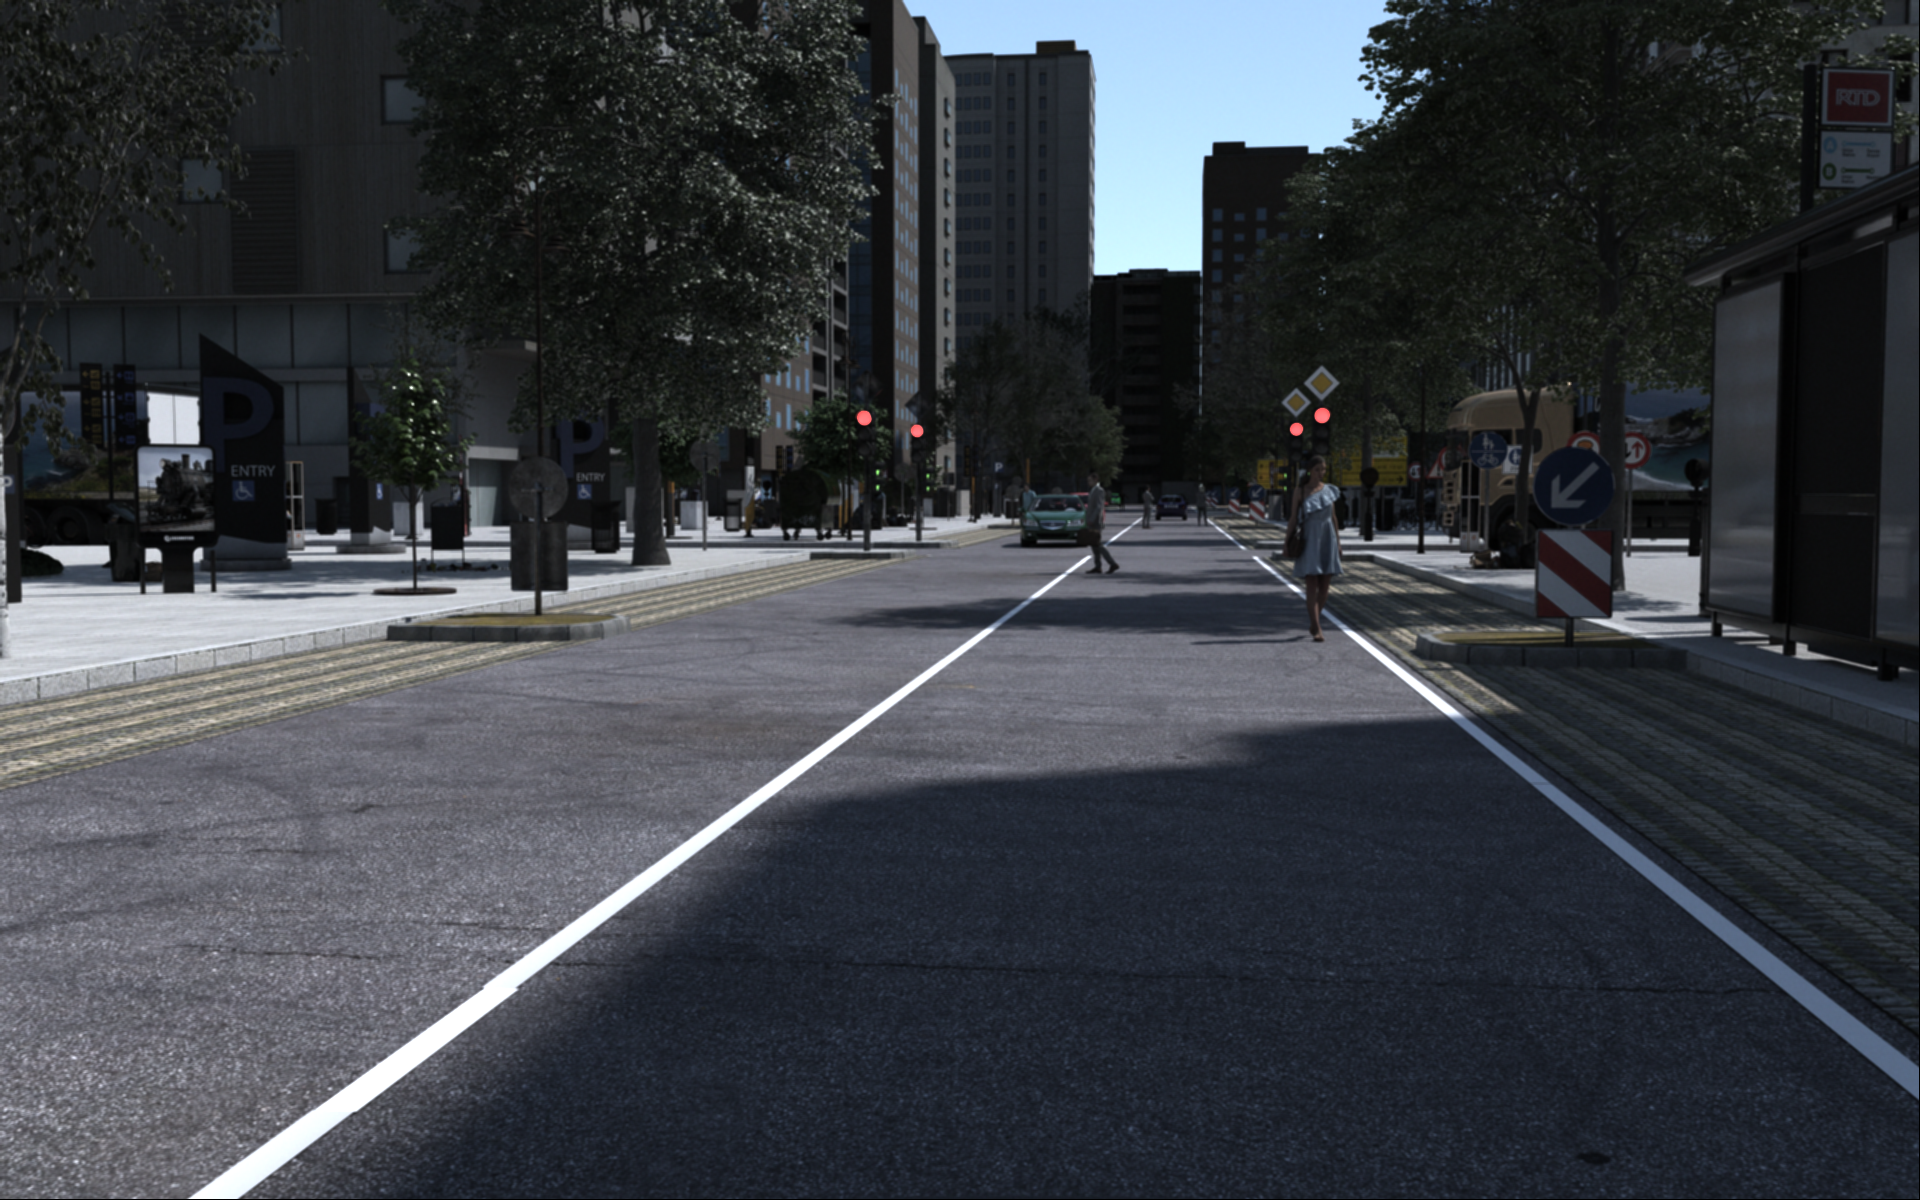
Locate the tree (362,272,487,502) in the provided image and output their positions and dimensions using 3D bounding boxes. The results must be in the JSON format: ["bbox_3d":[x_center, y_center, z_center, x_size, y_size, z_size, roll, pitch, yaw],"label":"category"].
[{"bbox_3d":[-18.104,-6.593,58.162,4.360,8.622,3.978,0,3,0],"label":"tree"}]

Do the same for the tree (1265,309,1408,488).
[{"bbox_3d":[13.508,-6.952,64.032,4.737,8.622,4.395,0,3,0],"label":"tree"}]

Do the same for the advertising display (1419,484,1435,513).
[{"bbox_3d":[28.672,-6.186,106.353,0.974,1.923,0.123,1,4,9],"label":"advertising display"}]

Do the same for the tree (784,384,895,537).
[{"bbox_3d":[-3.596,-4.171,51.917,4.285,4.588,4.351,0,3,0],"label":"tree"}]

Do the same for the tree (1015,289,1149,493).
[{"bbox_3d":[11.642,-18.468,157.839,12.611,20.169,13.585,0,3,0],"label":"tree"}]

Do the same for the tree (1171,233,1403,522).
[{"bbox_3d":[15.495,-10.432,80.927,12.009,13.543,11.850,0,3,0],"label":"tree"}]

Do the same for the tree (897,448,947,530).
[{"bbox_3d":[-1.302,-4.151,62.473,1.663,3.219,1.824,0,3,0],"label":"tree"}]

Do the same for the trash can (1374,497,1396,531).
[{"bbox_3d":[14.736,-2.964,60.116,0.748,1.137,0.748,0,3,0],"label":"trash can"}]

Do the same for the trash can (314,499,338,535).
[{"bbox_3d":[-19.962,-2.625,54.569,0.748,1.137,0.748,0,3,0],"label":"trash can"}]

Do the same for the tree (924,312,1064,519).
[{"bbox_3d":[1.211,-9.426,88.535,7.601,10.594,8.767,2,4,28],"label":"tree"}]

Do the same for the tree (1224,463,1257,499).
[{"bbox_3d":[27.902,-11.517,172.014,4.285,4.588,4.351,0,3,0],"label":"tree"}]

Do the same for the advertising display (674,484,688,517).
[{"bbox_3d":[-15.685,-5.613,96.987,0.974,1.923,0.123,-3,5,-40],"label":"advertising display"}]

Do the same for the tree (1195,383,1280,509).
[{"bbox_3d":[24.585,-13.900,153.015,9.928,11.665,9.643,0,3,0],"label":"tree"}]

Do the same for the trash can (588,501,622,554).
[{"bbox_3d":[-7.685,-1.584,37.546,0.748,1.137,0.748,0,3,0],"label":"trash can"}]

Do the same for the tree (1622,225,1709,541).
[{"bbox_3d":[19.111,-5.923,47.197,4.360,8.622,3.978,0,3,0],"label":"tree"}]

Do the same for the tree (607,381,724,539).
[{"bbox_3d":[-8.484,-4.057,50.046,4.285,4.588,4.351,0,3,0],"label":"tree"}]

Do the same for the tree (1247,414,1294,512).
[{"bbox_3d":[21.948,-10.570,123.175,4.360,8.622,3.978,0,3,0],"label":"tree"}]

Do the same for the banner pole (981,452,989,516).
[{"bbox_3d":[1.607,-6.940,103.480,0.401,3.779,0.863,0,4,1],"label":"banner pole"}]

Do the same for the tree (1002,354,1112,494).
[{"bbox_3d":[7.328,-13.418,137.505,7.486,12.596,7.792,0,3,0],"label":"tree"}]

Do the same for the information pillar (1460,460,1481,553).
[{"bbox_3d":[11.124,-2.035,37.761,0.304,2.012,0.304,-1,4,-22],"label":"information pillar"}]

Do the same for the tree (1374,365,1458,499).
[{"bbox_3d":[23.988,-8.752,93.452,4.360,8.622,3.978,0,3,0],"label":"tree"}]

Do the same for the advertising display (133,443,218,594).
[{"bbox_3d":[-10.122,-1.050,22.374,0.974,1.923,0.123,-2,4,-35],"label":"advertising display"}]

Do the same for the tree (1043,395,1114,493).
[{"bbox_3d":[12.342,-15.631,181.324,9.928,11.665,9.643,0,3,0],"label":"tree"}]

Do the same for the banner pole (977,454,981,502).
[{"bbox_3d":[1.218,-7.185,107.491,0.401,3.779,0.863,2,4,31],"label":"banner pole"}]

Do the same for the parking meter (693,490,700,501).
[{"bbox_3d":[-14.750,-5.424,97.096,0.372,1.533,0.369,0,3,0],"label":"parking meter"}]

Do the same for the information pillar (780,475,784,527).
[{"bbox_3d":[-6.602,-3.736,65.572,0.304,2.012,0.304,2,4,27],"label":"information pillar"}]

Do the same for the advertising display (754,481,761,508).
[{"bbox_3d":[-10.280,-5.018,87.260,0.123,1.923,0.974,1,4,20],"label":"advertising display"}]

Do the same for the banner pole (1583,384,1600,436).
[{"bbox_3d":[13.296,-2.830,36.281,0.401,3.779,0.863,-3,5,-43],"label":"banner pole"}]

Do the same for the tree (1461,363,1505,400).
[{"bbox_3d":[29.441,-9.000,97.516,4.360,8.622,3.978,0,3,0],"label":"tree"}]

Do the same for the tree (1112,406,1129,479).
[{"bbox_3d":[15.600,-17.178,198.983,7.486,12.596,7.792,0,3,0],"label":"tree"}]

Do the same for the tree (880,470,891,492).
[{"bbox_3d":[-5.275,-7.410,115.750,1.663,3.219,1.824,0,3,0],"label":"tree"}]

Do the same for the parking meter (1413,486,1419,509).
[{"bbox_3d":[31.320,-6.928,118.978,0.399,1.863,0.255,2,4,29],"label":"parking meter"}]

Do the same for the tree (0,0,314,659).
[{"bbox_3d":[-7.275,-3.853,13.352,4.360,8.622,3.978,0,3,0],"label":"tree"}]

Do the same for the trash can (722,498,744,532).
[{"bbox_3d":[-7.776,-2.912,59.266,0.748,1.137,0.748,0,3,0],"label":"trash can"}]

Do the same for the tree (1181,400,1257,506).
[{"bbox_3d":[28.617,-16.610,188.585,9.611,12.733,9.660,0,3,0],"label":"tree"}]

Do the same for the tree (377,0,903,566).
[{"bbox_3d":[-5.580,-7.591,30.766,9.857,13.997,8.962,0,3,0],"label":"tree"}]

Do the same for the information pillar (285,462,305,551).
[{"bbox_3d":[-15.115,-2.130,39.311,0.304,2.012,0.304,3,4,36],"label":"information pillar"}]

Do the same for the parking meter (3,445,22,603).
[{"bbox_3d":[-11.276,-0.893,20.313,0.255,1.863,0.399,1,4,20],"label":"parking meter"}]

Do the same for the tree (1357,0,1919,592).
[{"bbox_3d":[8.469,-6.418,23.059,7.486,12.596,7.792,0,3,0],"label":"tree"}]

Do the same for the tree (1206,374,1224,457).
[{"bbox_3d":[12.360,-8.203,52.252,7.486,12.596,7.792,0,3,0],"label":"tree"}]

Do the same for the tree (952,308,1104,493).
[{"bbox_3d":[4.303,-12.488,114.547,12.009,13.543,11.850,0,3,0],"label":"tree"}]

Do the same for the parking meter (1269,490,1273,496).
[{"bbox_3d":[19.097,-6.155,106.343,0.255,1.863,0.399,1,4,9],"label":"parking meter"}]

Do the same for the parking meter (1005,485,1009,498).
[{"bbox_3d":[3.027,-6.259,108.050,0.399,1.863,0.255,3,4,36],"label":"parking meter"}]

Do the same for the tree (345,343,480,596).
[{"bbox_3d":[-6.955,-1.700,22.394,1.663,3.219,1.824,0,3,0],"label":"tree"}]

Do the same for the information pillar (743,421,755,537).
[{"bbox_3d":[-6.249,-3.673,51.409,0.183,3.616,0.504,1,4,18],"label":"information pillar"}]

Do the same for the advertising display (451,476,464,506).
[{"bbox_3d":[-18.046,-3.486,62.210,0.123,1.923,0.974,-3,4,-37],"label":"advertising display"}]

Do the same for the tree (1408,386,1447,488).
[{"bbox_3d":[29.130,-9.781,110.280,4.737,8.622,4.395,0,3,0],"label":"tree"}]

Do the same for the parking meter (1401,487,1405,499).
[{"bbox_3d":[27.008,-6.131,105.949,0.399,1.863,0.255,2,4,32],"label":"parking meter"}]

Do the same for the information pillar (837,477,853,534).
[{"bbox_3d":[-3.722,-3.967,56.222,0.504,3.616,0.183,-2,4,-34],"label":"information pillar"}]

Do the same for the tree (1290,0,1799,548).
[{"bbox_3d":[10.217,-5.929,31.349,8.767,10.594,7.601,1,4,12],"label":"tree"}]
